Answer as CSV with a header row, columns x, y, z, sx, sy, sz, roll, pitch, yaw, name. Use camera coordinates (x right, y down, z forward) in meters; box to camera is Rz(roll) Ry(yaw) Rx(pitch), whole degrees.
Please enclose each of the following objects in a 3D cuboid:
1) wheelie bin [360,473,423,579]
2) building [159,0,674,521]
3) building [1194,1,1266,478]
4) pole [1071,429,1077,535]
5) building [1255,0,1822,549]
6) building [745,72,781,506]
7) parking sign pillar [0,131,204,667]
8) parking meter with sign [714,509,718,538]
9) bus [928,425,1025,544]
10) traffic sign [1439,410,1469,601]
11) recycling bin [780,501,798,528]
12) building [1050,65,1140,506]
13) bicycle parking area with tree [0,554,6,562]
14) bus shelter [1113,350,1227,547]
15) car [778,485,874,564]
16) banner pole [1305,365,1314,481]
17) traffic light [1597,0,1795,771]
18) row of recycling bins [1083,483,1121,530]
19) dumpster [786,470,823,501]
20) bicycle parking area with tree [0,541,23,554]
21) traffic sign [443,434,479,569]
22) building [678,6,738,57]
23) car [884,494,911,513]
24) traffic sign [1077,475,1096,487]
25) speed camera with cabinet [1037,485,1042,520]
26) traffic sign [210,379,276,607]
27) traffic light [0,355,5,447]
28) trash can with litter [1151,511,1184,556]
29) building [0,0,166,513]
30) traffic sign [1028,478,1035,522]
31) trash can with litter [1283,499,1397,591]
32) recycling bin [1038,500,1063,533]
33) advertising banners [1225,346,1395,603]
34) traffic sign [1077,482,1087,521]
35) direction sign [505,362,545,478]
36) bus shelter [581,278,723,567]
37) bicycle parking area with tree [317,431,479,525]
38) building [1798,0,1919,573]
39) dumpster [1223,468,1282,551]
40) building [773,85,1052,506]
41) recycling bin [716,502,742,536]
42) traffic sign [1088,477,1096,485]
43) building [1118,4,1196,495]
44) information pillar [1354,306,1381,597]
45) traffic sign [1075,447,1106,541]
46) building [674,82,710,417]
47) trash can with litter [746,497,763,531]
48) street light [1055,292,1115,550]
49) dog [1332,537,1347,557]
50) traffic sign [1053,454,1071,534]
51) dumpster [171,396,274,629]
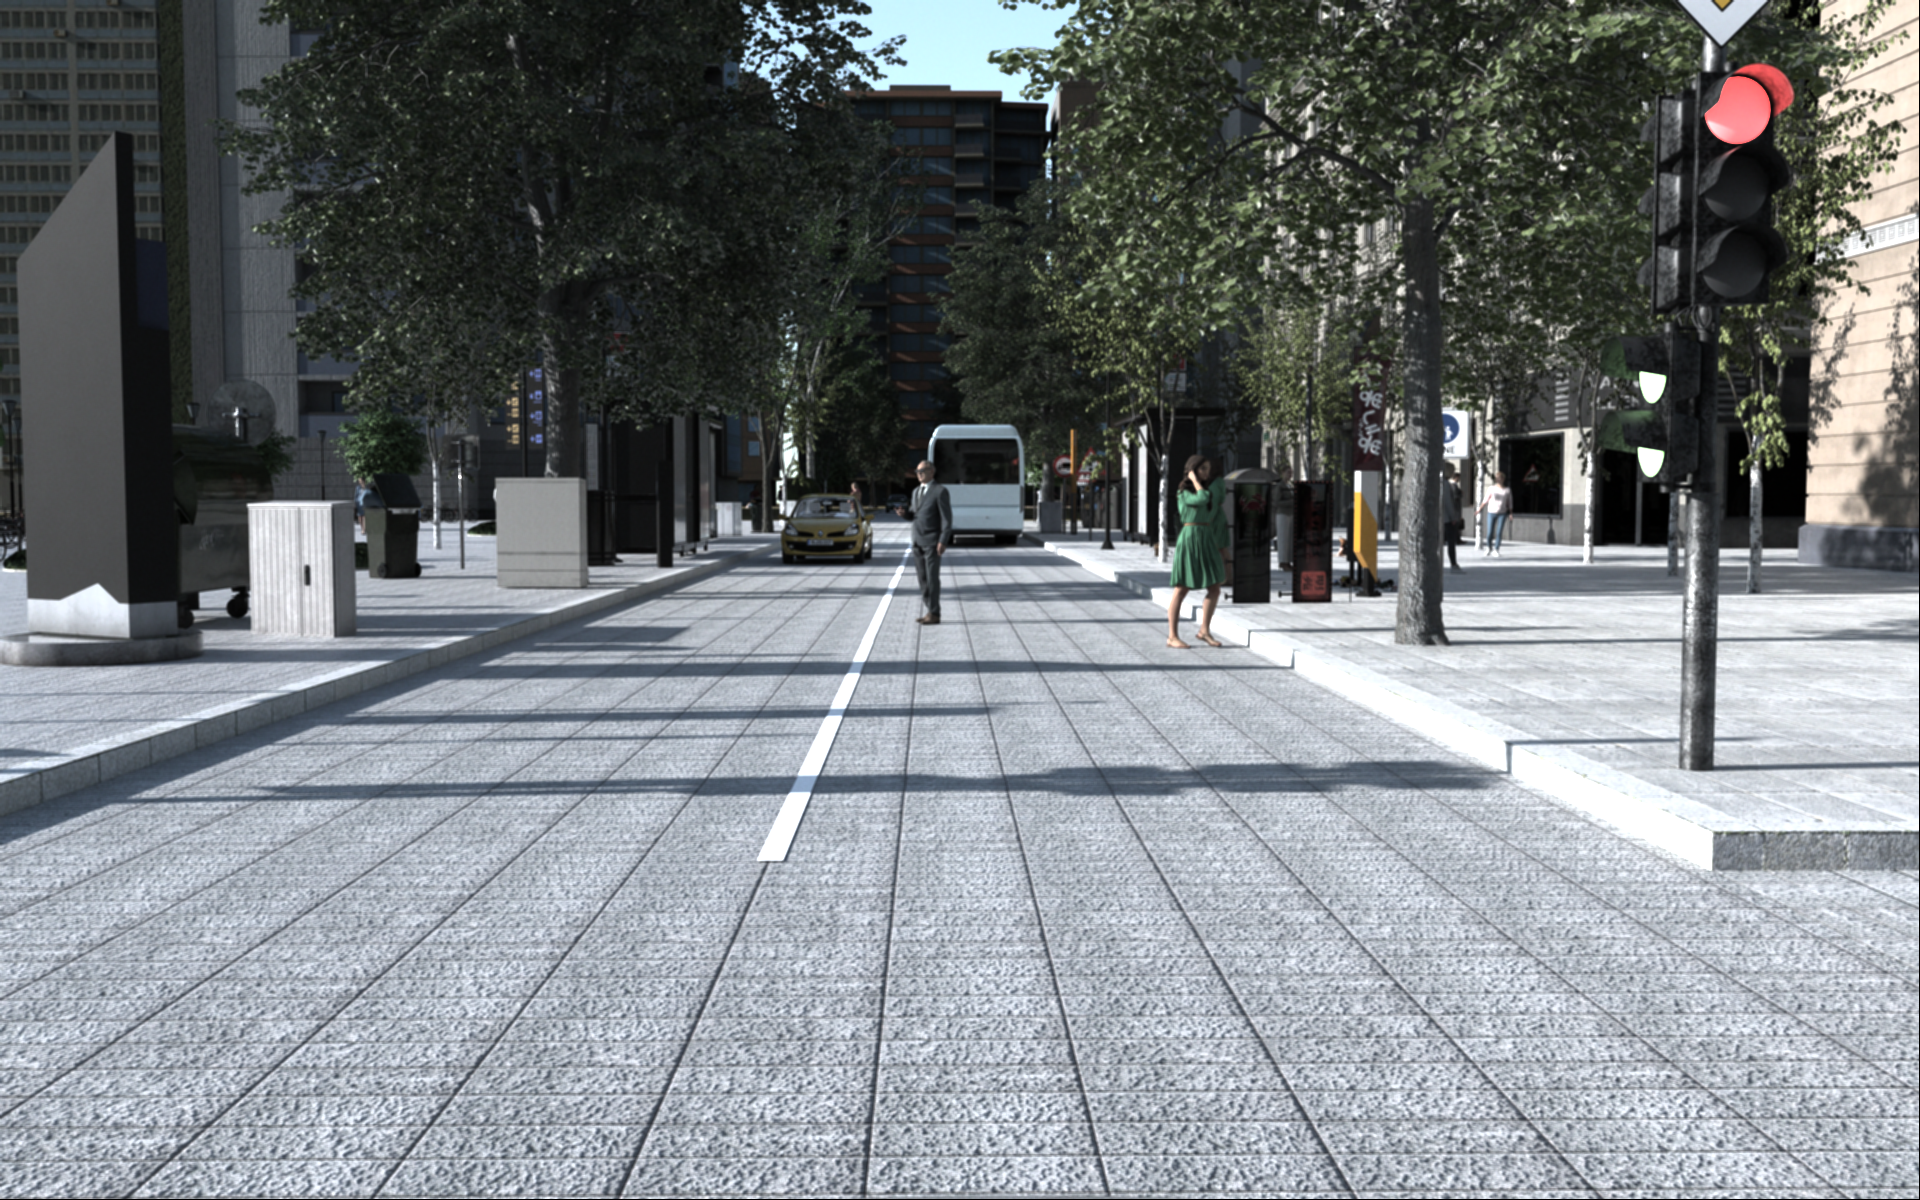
x,y,z,sx,sy,sz,roll,pitch,yaw,name
-8.724,-1.137,26.497,0.693,1.594,0.980,3,4,36,wheelie bin
-28.471,-33.870,95.770,21.231,58.520,28.212,0,4,-1,building
24.515,-34.222,101.531,21.231,58.520,28.212,0,4,-1,building
3.592,-3.716,54.606,0.158,3.312,0.155,0,3,0,pole
22.696,-17.424,61.299,17.030,29.872,44.131,0,4,-1,building
-26.755,-32.674,184.323,14.200,45.320,14.600,0,4,-1,building
-6.714,-1.528,13.451,1.447,3.967,1.447,2,4,30,parking sign pillar
-7.872,-3.341,50.883,1.738,3.016,0.543,2,4,34,parking meter with sign
0.387,-3.530,52.578,2.948,3.499,13.247,0,4,0,bus
5.742,-1.132,20.635,0.606,2.300,0.079,0,4,7,traffic sign
-6.451,-3.299,66.500,0.722,1.027,0.722,1,4,18,recycling bin
17.164,-32.691,184.611,14.200,45.320,14.600,0,4,-1,building
-21.616,-2.814,33.010,8.231,4.147,9.016,0,4,-3,bicycle parking area with tree
5.331,-4.190,46.137,2.179,5.291,8.768,0,4,-1,bus shelter
-2.801,-1.629,36.858,2.015,1.641,3.980,0,4,1,car
6.808,-2.683,33.888,0.401,3.779,0.863,0,4,5,banner pole
3.418,-1.165,7.971,0.839,4.253,0.868,0,4,-1,traffic light
5.478,-3.493,64.221,1.069,1.692,3.534,-1,4,-15,row of recycling bins
-6.365,-4.136,70.118,1.502,2.255,1.985,0,4,-1,dumpster
-23.548,-3.380,42.271,9.016,4.147,8.231,-3,5,-45,bicycle parking area with tree
-8.518,-1.680,29.597,0.606,2.300,0.079,0,4,1,traffic sign
-25.562,-29.965,140.039,14.200,45.320,14.600,0,4,-1,building
-4.811,-7.458,133.736,2.131,1.459,4.920,0,4,-1,car
5.363,-4.521,73.921,0.884,2.594,0.081,0,4,8,traffic sign
4.017,-5.363,82.021,0.660,3.252,2.038,0,4,-2,speed camera with cabinet
-7.958,-1.167,19.193,0.768,2.556,0.104,0,4,0,traffic sign
-4.842,-1.157,7.832,0.839,4.253,0.868,0,4,-1,traffic light
4.438,-1.483,35.633,1.055,1.170,0.624,1,4,8,trash can with litter
-58.726,-26.836,130.643,23.993,40.220,32.217,0,4,-1,building
3.408,-4.719,79.284,0.606,2.300,0.079,0,4,4,traffic sign
5.435,-0.782,23.842,1.678,1.210,2.233,0,4,0,trash can with litter
2.965,-2.707,56.811,0.722,1.027,0.722,0,4,-4,recycling bin
4.136,-1.481,20.408,2.074,3.025,0.090,-1,4,-11,advertising banners
5.749,-4.897,82.199,0.606,2.300,0.079,0,4,0,traffic sign
-7.523,-2.323,29.981,0.876,3.537,0.379,2,4,29,direction sign
-6.442,-3.499,34.840,2.179,5.291,8.768,0,4,-1,bus shelter
-26.801,-5.508,77.060,9.016,4.147,8.231,-3,5,-45,bicycle parking area with tree
25.268,-14.608,24.743,20.117,28.700,13.634,0,4,-1,building
6.629,-2.058,39.414,1.264,1.857,1.865,0,4,-1,dumpster
-4.979,-32.648,188.411,28.867,44.769,22.147,0,4,-1,building
-7.118,-2.471,52.960,0.722,1.027,0.722,1,4,12,recycling bin
6.156,-5.075,83.078,0.768,2.556,0.104,0,4,2,traffic sign
24.759,-31.342,132.053,23.786,49.044,30.456,0,4,-1,building
5.075,-1.848,21.567,0.183,3.616,0.504,3,5,40,information pillar
3.586,-2.909,47.561,0.884,2.594,0.081,0,4,0,traffic sign
-24.911,-21.197,118.274,14.160,30.474,14.107,0,4,-1,building
-6.924,-2.980,60.107,0.624,1.170,1.055,1,4,21,trash can with litter
2.878,-4.121,39.925,1.470,5.913,1.316,0,4,-1,street light
7.873,-1.078,35.357,0.550,0.427,0.748,1,4,10,dog
3.340,-3.380,55.374,0.768,2.556,0.104,0,4,2,traffic sign
-7.862,-0.890,17.045,1.502,2.255,1.985,0,4,-1,dumpster
